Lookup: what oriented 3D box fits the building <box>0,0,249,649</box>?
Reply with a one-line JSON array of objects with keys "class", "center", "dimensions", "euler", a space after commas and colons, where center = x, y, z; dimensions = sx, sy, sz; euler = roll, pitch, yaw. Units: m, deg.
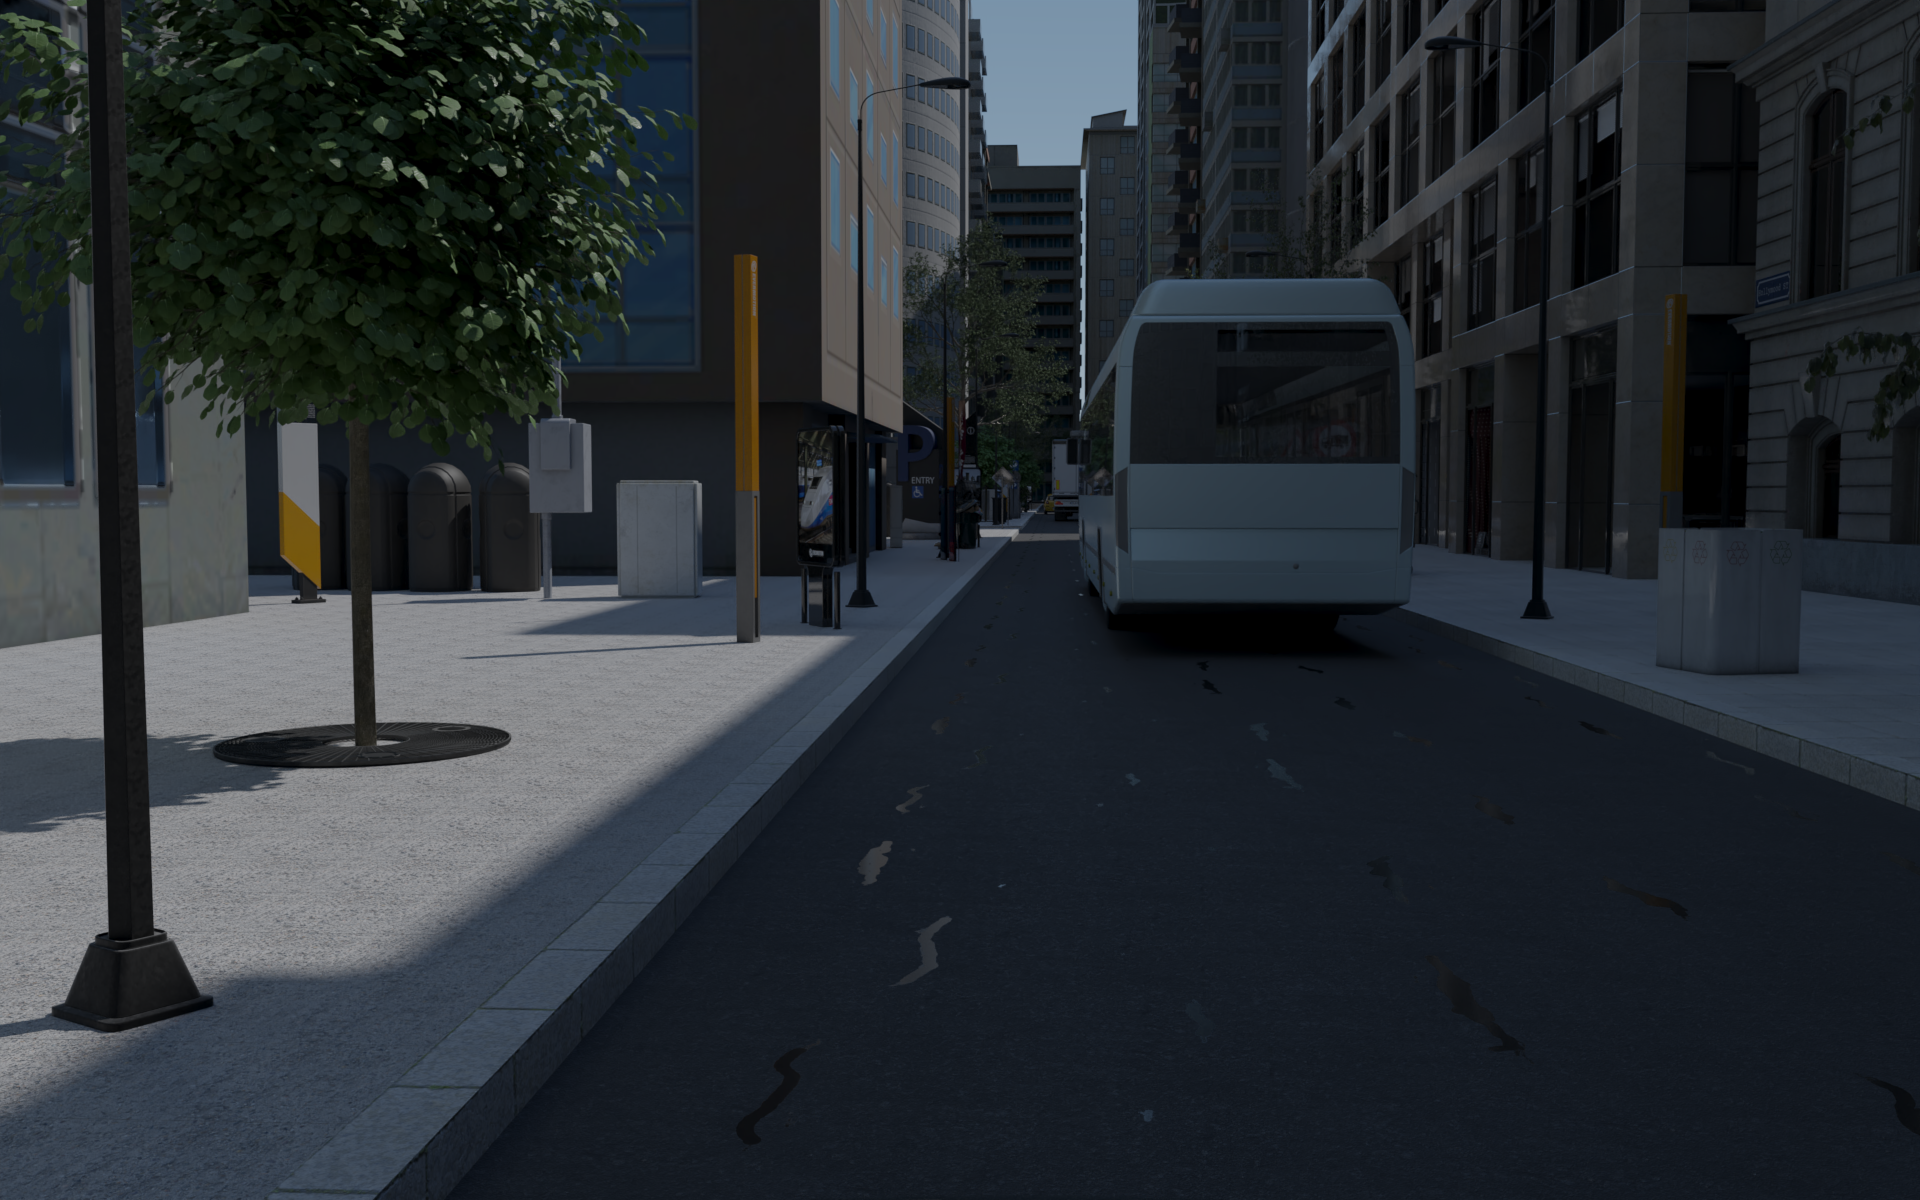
[{"class": "building", "center": [-17.683, -42.111, 1.180], "dimensions": [22.319, 86.520, 31.000], "euler": [0, 4, 3]}]

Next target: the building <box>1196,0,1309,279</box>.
[{"class": "building", "center": [24.990, -24.313, 89.398], "dimensions": [23.993, 40.220, 32.217], "euler": [0, 4, 3]}]

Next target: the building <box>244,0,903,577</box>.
[{"class": "building", "center": [-8.607, -23.390, 32.540], "dimensions": [14.600, 45.320, 14.200], "euler": [0, 4, 3]}]

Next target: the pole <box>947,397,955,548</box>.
[{"class": "pole", "center": [-0.214, -2.614, 36.587], "dimensions": [0.158, 3.312, 0.155], "euler": [0, 3, 0]}]

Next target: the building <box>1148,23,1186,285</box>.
[{"class": "building", "center": [23.691, -28.793, 154.352], "dimensions": [14.154, 41.232, 14.086], "euler": [0, 4, 3]}]

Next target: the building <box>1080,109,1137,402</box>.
[{"class": "building", "center": [30.899, -40.126, 245.301], "dimensions": [27.495, 52.752, 28.713], "euler": [0, 4, 3]}]

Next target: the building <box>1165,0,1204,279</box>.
[{"class": "building", "center": [26.235, -28.710, 124.028], "dimensions": [22.147, 44.769, 28.867], "euler": [0, 4, 3]}]

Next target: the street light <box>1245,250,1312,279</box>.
[{"class": "street light", "center": [6.141, -3.708, 33.166], "dimensions": [1.470, 5.913, 1.316], "euler": [0, 4, 3]}]

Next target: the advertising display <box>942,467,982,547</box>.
[{"class": "advertising display", "center": [0.051, -2.219, 41.488], "dimensions": [0.974, 1.923, 0.123], "euler": [-1, 4, -22]}]

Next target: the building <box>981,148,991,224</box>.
[{"class": "building", "center": [-9.284, -33.864, 208.306], "dimensions": [28.867, 44.769, 22.147], "euler": [0, 4, 3]}]

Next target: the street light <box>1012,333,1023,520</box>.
[{"class": "street light", "center": [1.012, -4.749, 50.185], "dimensions": [1.470, 5.913, 1.316], "euler": [0, 4, 3]}]

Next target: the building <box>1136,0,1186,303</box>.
[{"class": "building", "center": [29.568, -46.971, 206.233], "dimensions": [20.563, 71.187, 20.611], "euler": [0, 4, 3]}]

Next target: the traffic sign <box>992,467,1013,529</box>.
[{"class": "traffic sign", "center": [1.552, -3.643, 63.213], "dimensions": [0.795, 2.450, 0.064], "euler": [0, 4, 3]}]

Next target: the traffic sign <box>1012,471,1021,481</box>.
[{"class": "traffic sign", "center": [2.932, -5.773, 94.501], "dimensions": [0.768, 2.556, 0.104], "euler": [1, 4, 13]}]

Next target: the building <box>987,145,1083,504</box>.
[{"class": "building", "center": [6.187, -37.878, 243.005], "dimensions": [21.600, 48.544, 21.300], "euler": [0, 4, 3]}]

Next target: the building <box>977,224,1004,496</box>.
[{"class": "building", "center": [-2.560, -25.240, 184.378], "dimensions": [14.160, 30.474, 14.107], "euler": [0, 4, 3]}]

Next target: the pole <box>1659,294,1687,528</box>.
[{"class": "pole", "center": [7.315, -1.464, 17.786], "dimensions": [0.158, 3.312, 0.155], "euler": [0, 3, 0]}]

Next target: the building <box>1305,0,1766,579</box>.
[{"class": "building", "center": [20.526, -14.506, 41.683], "dimensions": [19.350, 26.468, 34.151], "euler": [0, 4, 3]}]

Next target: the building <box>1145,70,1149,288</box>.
[{"class": "building", "center": [25.371, -31.715, 168.658], "dimensions": [14.600, 45.320, 14.200], "euler": [0, 4, 3]}]

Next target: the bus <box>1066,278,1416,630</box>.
[{"class": "bus", "center": [2.893, -1.626, 21.449], "dimensions": [2.948, 3.499, 13.247], "euler": [0, 4, 2]}]

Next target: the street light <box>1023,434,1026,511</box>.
[{"class": "street light", "center": [2.023, -6.022, 71.002], "dimensions": [1.470, 5.913, 1.316], "euler": [0, 4, 3]}]

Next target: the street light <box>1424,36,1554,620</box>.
[{"class": "street light", "center": [5.416, -2.764, 17.731], "dimensions": [1.470, 5.913, 1.316], "euler": [0, 4, 3]}]

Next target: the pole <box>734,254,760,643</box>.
[{"class": "pole", "center": [-1.831, -1.288, 14.902], "dimensions": [0.158, 3.312, 0.155], "euler": [0, 3, 0]}]

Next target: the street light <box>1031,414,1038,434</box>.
[{"class": "street light", "center": [2.971, -6.923, 85.738], "dimensions": [1.470, 5.913, 1.316], "euler": [0, 4, 3]}]

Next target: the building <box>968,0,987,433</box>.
[{"class": "building", "center": [-8.870, -33.155, 161.697], "dimensions": [23.786, 49.044, 30.456], "euler": [0, 4, 3]}]

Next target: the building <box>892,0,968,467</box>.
[{"class": "building", "center": [-10.601, -35.142, 116.574], "dimensions": [21.231, 58.520, 28.212], "euler": [0, 4, 3]}]

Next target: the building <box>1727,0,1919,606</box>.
[{"class": "building", "center": [15.542, -11.504, 7.182], "dimensions": [14.460, 24.649, 34.723], "euler": [0, 4, 3]}]

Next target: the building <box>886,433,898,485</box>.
[{"class": "building", "center": [-11.698, -39.422, 82.798], "dimensions": [20.563, 71.187, 20.611], "euler": [0, 4, 3]}]

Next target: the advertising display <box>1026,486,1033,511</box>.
[{"class": "advertising display", "center": [5.204, -7.874, 133.950], "dimensions": [0.974, 1.923, 0.123], "euler": [3, 5, 42]}]

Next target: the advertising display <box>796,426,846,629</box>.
[{"class": "advertising display", "center": [-1.354, -0.707, 16.770], "dimensions": [0.123, 1.923, 0.974], "euler": [-2, 4, -27]}]

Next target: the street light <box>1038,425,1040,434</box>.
[{"class": "street light", "center": [3.769, -7.834, 100.626], "dimensions": [1.470, 5.913, 1.316], "euler": [0, 4, 3]}]

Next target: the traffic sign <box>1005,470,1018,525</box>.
[{"class": "traffic sign", "center": [1.978, -4.131, 71.187], "dimensions": [0.795, 2.450, 0.064], "euler": [0, 4, 3]}]
